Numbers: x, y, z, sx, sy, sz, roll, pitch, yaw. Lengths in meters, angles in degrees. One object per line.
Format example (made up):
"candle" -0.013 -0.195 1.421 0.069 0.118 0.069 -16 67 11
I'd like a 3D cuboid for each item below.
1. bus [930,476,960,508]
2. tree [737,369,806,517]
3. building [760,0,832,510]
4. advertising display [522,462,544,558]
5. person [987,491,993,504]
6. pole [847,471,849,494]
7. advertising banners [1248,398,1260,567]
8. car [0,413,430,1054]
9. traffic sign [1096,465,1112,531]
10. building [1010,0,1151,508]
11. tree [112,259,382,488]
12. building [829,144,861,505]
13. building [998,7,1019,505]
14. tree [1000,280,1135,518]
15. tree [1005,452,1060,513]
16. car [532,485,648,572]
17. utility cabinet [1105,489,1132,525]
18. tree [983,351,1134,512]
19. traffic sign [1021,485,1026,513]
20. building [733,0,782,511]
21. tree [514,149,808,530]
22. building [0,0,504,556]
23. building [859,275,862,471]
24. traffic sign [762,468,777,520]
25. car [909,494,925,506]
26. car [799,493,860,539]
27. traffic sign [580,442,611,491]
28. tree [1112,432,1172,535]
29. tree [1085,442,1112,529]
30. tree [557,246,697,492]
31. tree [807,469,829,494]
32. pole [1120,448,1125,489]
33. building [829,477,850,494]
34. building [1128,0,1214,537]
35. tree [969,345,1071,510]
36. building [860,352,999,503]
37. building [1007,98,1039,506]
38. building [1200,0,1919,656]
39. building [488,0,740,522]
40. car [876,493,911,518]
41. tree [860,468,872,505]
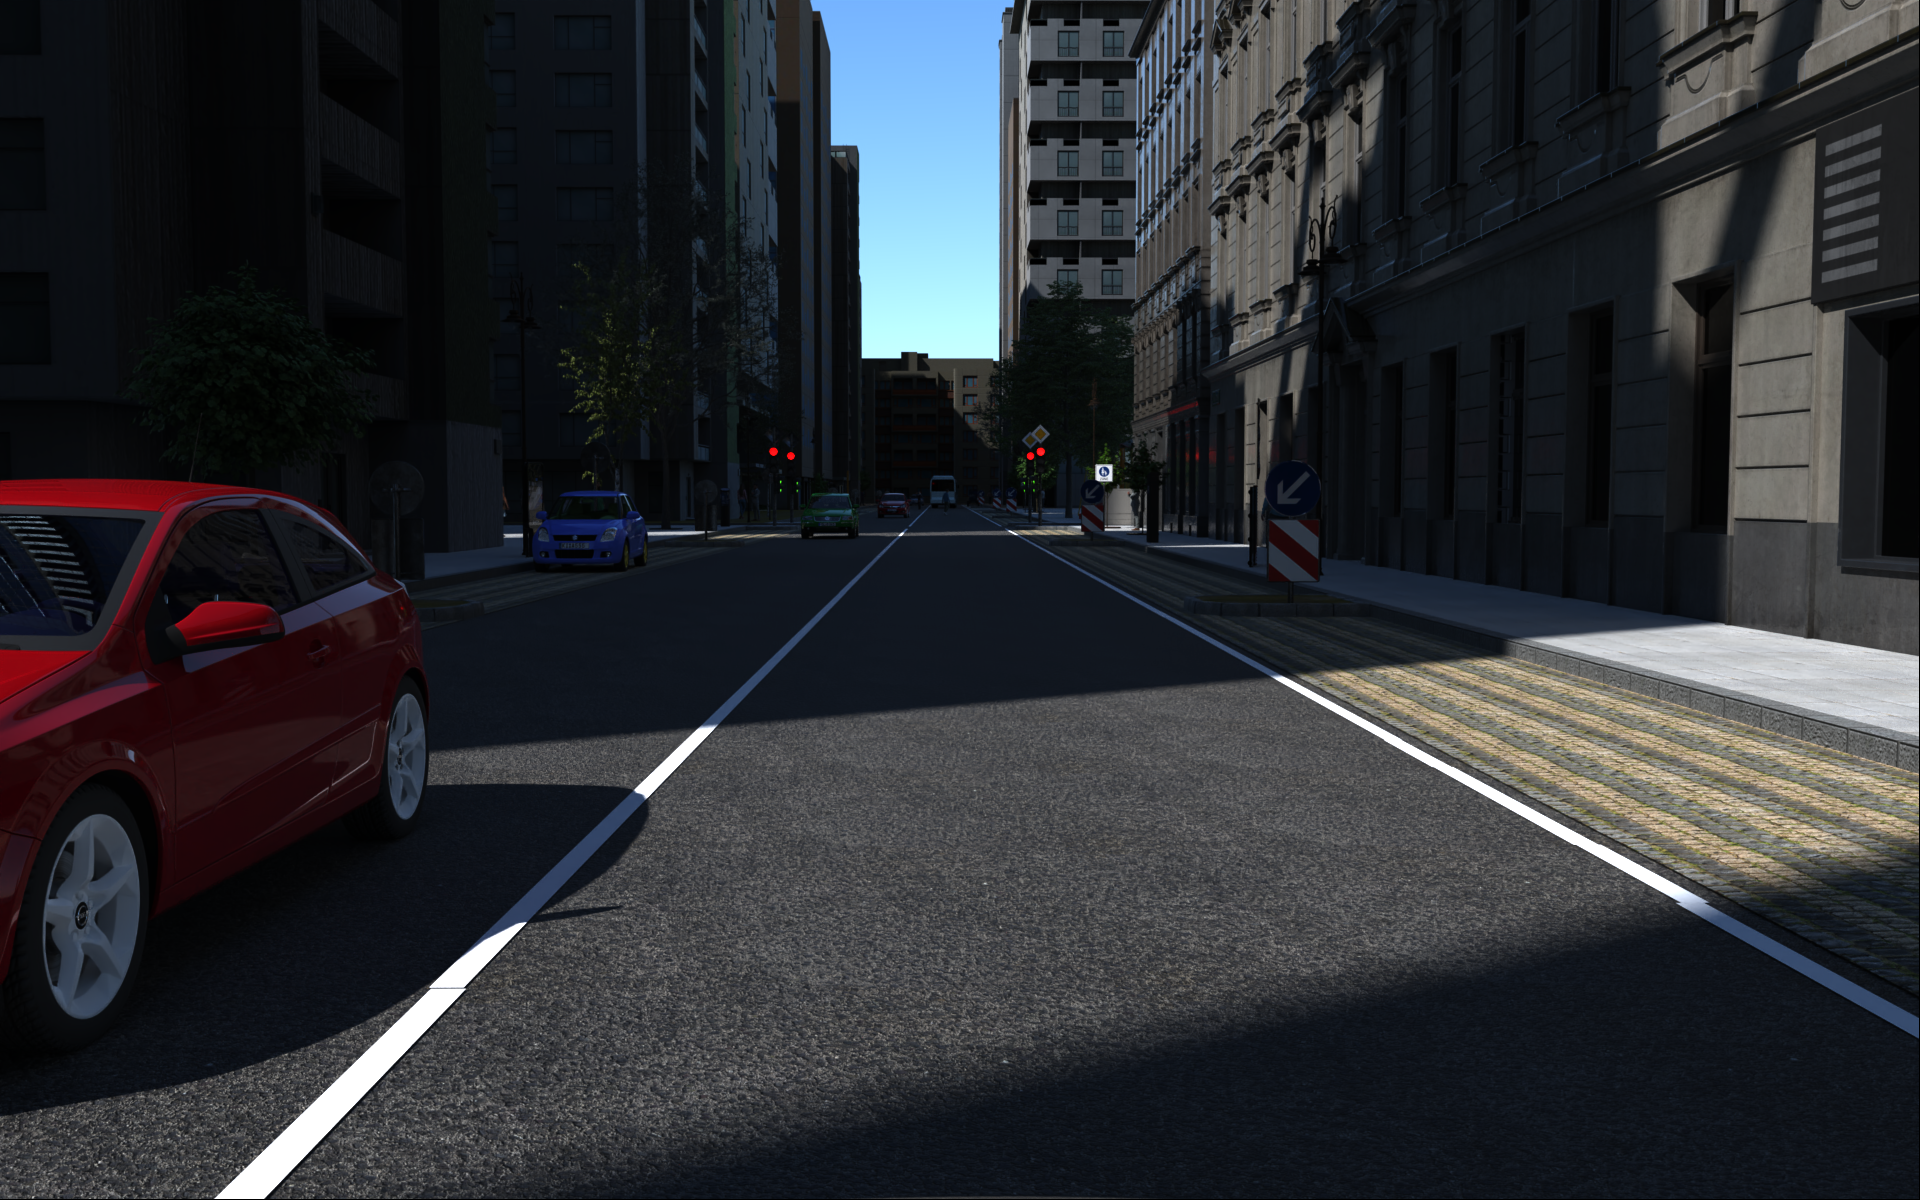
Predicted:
"bus" -1.617 -11.342 180.308 2.948 3.499 13.247 0 4 1
"tree" -10.795 -9.018 97.800 4.360 8.622 3.978 0 3 0
"building" -19.170 -31.137 159.203 14.600 45.320 14.200 0 4 -1
"advertising display" -8.722 -1.848 35.422 0.123 1.923 0.974 0 4 5
"person" 3.834 -12.894 217.576 1.217 1.736 0.721 -2 4 -34
"pole" -9.754 -9.580 150.475 0.158 3.312 0.155 0 3 0
"advertising banners" 5.312 -2.139 31.157 0.090 3.025 2.074 1 4 14
"car" -3.154 0.201 5.758 2.155 1.783 4.494 0 4 -1
"traffic sign" 5.002 -3.547 60.115 0.606 2.300 0.079 0 4 8
"building" 19.739 -35.529 170.145 28.713 52.752 27.495 0 4 -1
"tree" -10.018 -2.480 24.267 4.285 4.588 4.351 0 3 0
"building" -18.766 -31.425 197.398 14.154 41.232 14.086 0 4 -1
"building" 15.315 -41.048 213.137 21.231 58.520 28.212 0 4 -1
"tree" 5.481 -10.674 92.653 7.486 12.596 7.792 0 3 0
"tree" 5.235 -8.110 116.317 4.285 4.588 4.351 0 3 0
"car" -6.992 -1.425 32.892 1.945 1.707 3.694 0 4 -2
"utility cabinet" 6.432 -3.800 70.810 1.173 1.500 0.318 0 4 -6
"tree" 5.447 -12.078 123.228 9.928 11.665 9.643 0 3 0
"traffic sign" 4.494 -7.172 119.385 0.606 2.300 0.079 0 4 2
"building" -26.571 -32.150 114.888 28.713 52.752 27.495 0 4 -1
"tree" -10.580 -9.282 62.129 12.009 13.543 11.850 0 3 0
"building" -18.173 -16.089 34.761 14.160 30.474 14.107 0 4 -1
"building" -19.553 -27.444 220.413 14.107 30.474 14.160 0 4 -1
"traffic sign" -9.326 -5.185 84.884 0.768 2.556 0.104 0 4 2
"car" -5.328 -12.431 215.253 2.014 1.417 4.499 0 4 0
"car" -4.270 -2.953 57.085 1.959 1.807 4.718 0 4 -2
"traffic sign" -8.876 -2.573 42.171 0.768 2.556 0.104 0 4 8
"tree" 5.769 -3.653 54.328 1.663 3.219 1.824 0 3 0
"tree" 5.410 -4.305 64.985 1.663 3.219 1.824 0 3 0
"tree" -10.298 -6.246 52.479 4.737 8.622 4.395 0 3 0
"tree" -10.907 -8.534 134.138 1.663 3.219 1.824 0 3 0
"pole" 7.180 -5.070 76.731 0.158 3.312 0.155 0 3 0
"building" -27.848 -29.752 178.329 32.217 40.220 23.993 0 4 -1
"building" 11.591 -12.866 59.517 9.793 20.994 18.267 0 4 -1
"tree" 5.529 -14.006 139.373 12.009 13.543 11.850 0 3 0
"building" -6.445 -24.881 251.842 28.899 21.520 27.650 0 4 -1
"building" 12.492 -33.164 192.342 14.600 45.320 14.200 0 4 -1
"building" 15.284 -15.376 27.812 17.030 29.872 44.131 0 4 -1
"building" -18.676 -24.496 84.112 14.154 41.232 14.086 0 4 -1
"car" -4.008 -5.854 104.747 2.155 1.783 4.494 0 4 1
"tree" -12.111 -13.795 209.263 4.285 4.588 4.351 0 3 0
